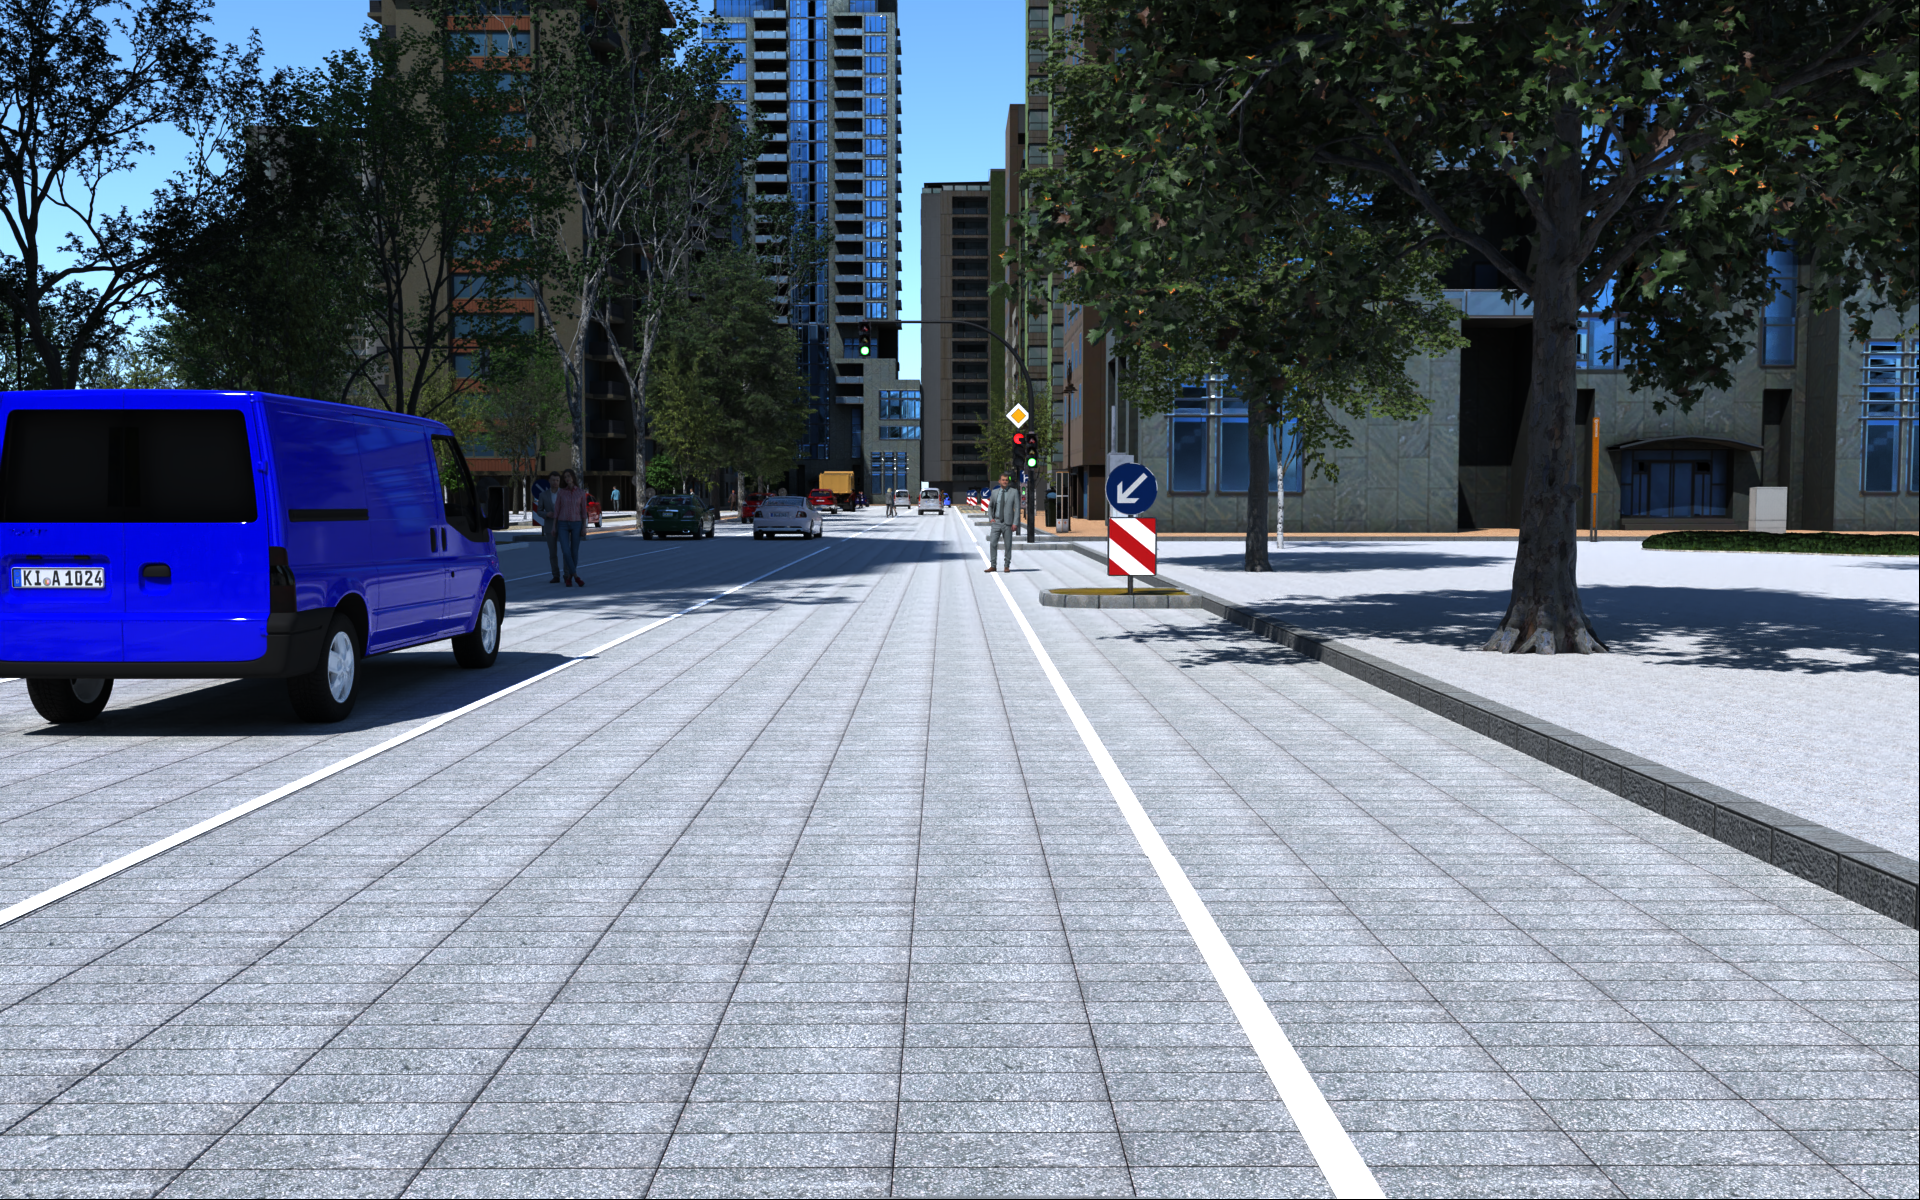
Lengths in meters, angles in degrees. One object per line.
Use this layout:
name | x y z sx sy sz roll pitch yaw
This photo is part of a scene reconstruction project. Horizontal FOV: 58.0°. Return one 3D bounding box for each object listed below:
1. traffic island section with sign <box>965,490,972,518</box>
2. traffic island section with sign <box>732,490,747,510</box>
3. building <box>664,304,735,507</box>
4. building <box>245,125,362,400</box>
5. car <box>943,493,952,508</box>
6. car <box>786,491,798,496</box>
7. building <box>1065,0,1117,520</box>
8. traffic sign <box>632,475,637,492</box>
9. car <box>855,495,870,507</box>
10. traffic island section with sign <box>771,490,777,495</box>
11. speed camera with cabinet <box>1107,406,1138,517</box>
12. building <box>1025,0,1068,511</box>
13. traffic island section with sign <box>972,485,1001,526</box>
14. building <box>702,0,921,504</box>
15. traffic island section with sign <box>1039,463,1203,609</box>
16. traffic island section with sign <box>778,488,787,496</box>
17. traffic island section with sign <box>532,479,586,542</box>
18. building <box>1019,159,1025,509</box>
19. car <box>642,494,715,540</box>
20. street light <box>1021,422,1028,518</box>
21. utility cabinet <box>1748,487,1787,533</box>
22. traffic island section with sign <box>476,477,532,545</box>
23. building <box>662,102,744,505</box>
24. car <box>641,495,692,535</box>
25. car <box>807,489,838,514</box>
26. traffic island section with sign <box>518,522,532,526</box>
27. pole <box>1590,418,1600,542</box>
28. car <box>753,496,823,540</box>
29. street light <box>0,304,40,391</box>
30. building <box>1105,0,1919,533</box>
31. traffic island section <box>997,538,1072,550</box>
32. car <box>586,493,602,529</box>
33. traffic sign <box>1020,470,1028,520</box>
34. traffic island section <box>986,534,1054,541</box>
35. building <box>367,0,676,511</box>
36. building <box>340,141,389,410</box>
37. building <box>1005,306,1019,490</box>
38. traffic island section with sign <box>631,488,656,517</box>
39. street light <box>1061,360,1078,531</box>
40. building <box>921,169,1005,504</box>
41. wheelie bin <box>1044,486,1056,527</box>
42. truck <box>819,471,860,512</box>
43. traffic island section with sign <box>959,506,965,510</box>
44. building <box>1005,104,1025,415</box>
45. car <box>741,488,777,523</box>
traffic island section with sign | 1.459 -5.926 105.519 1.989 1.847 2.006 0 4 0
traffic island section with sign | -19.425 -8.985 155.537 1.989 1.847 2.006 0 4 0
building | -38.111 -20.036 172.620 27.650 21.520 28.899 0 4 0
building | -70.428 -31.292 195.218 14.086 41.232 14.154 0 4 0
car | -1.806 -10.564 182.311 1.945 1.707 3.694 0 4 1
car | -15.992 -9.381 163.170 2.009 1.686 4.222 0 4 -1
building | 12.806 -26.911 90.106 14.600 45.320 14.200 0 4 0
traffic sign | -21.455 -7.032 115.077 0.768 2.556 0.104 0 4 7
car | -11.111 -11.095 193.976 1.945 1.354 3.894 0 4 0
traffic island section with sign | -19.612 -10.652 182.794 1.989 1.847 2.006 0 4 0
speed camera with cabinet | 3.593 -2.681 38.172 0.660 3.252 2.038 0 4 3
building | 12.114 -27.781 137.821 14.154 41.232 14.086 0 4 0
traffic island section with sign | 1.656 -4.277 78.564 1.989 1.847 2.006 0 4 0
building | -20.576 -55.662 222.740 31.000 86.520 22.319 0 4 0
traffic island section with sign | 2.051 -0.855 22.609 1.989 1.847 2.006 0 4 0
traffic island section with sign | -13.211 -7.349 128.295 2.006 1.907 1.989 0 4 0
traffic island section with sign | -12.666 -2.754 53.158 2.006 1.907 1.989 0 4 0
building | 12.094 -23.273 152.220 14.160 30.474 14.107 0 4 0
car | -8.992 -2.671 55.461 2.131 1.459 4.920 0 4 -1
street light | 3.508 -7.398 93.750 0.468 5.910 1.993 0 4 0
utility cabinet | 24.794 -2.721 53.175 1.173 1.500 0.318 -1 4 -18
traffic island section with sign | -12.623 -2.301 45.751 2.006 1.907 1.989 0 4 0
building | -32.140 -33.312 194.761 14.200 45.320 14.600 0 4 0
car | -10.198 -3.040 61.703 2.014 1.417 4.499 0 4 1
car | -9.936 -7.109 124.899 2.281 1.827 5.304 0 4 -2
traffic island section with sign | -18.870 -4.285 78.681 1.989 1.847 2.006 0 4 0
pole | 16.959 -3.207 46.279 0.158 3.312 0.155 0 3 0
car | -5.511 -2.649 55.672 2.083 1.381 4.827 0 4 1
street light | -20.915 -4.023 38.571 0.468 5.910 1.993 0 4 0
building | 21.396 -46.067 65.867 31.000 86.520 22.319 0 4 0
traffic island section | 1.879 -1.427 45.615 2.009 0.180 2.903 0 4 0
car | -16.250 -3.886 72.579 2.155 1.783 4.494 0 4 0
traffic sign | 3.287 -5.295 86.678 0.768 2.556 0.104 0 4 8
traffic island section | 1.822 -1.916 53.600 2.009 0.180 2.903 0 4 0
building | -35.459 -29.843 142.559 22.147 44.769 28.867 0 4 0
building | -51.170 -30.194 185.557 23.993 40.220 32.217 0 4 0
building | 18.838 -20.120 174.004 27.650 21.520 28.899 0 4 0
traffic island section with sign | -19.073 -5.989 106.547 1.989 1.847 2.006 0 4 0
street light | 3.772 -5.323 59.819 0.468 5.910 1.993 0 4 0
building | 2.001 -32.826 220.292 14.086 41.232 14.154 0 4 0
wheelie bin | 3.660 -3.664 67.809 0.693 1.594 0.980 -1 4 -15
truck | -10.274 -9.175 145.942 3.469 3.379 9.791 0 4 -1
traffic island section with sign | 1.104 -8.999 155.767 1.989 1.847 2.006 0 4 0
building | 12.222 -33.340 195.226 14.600 45.320 14.200 0 4 0
car | -9.741 -4.703 85.929 2.155 1.783 4.494 0 4 1
